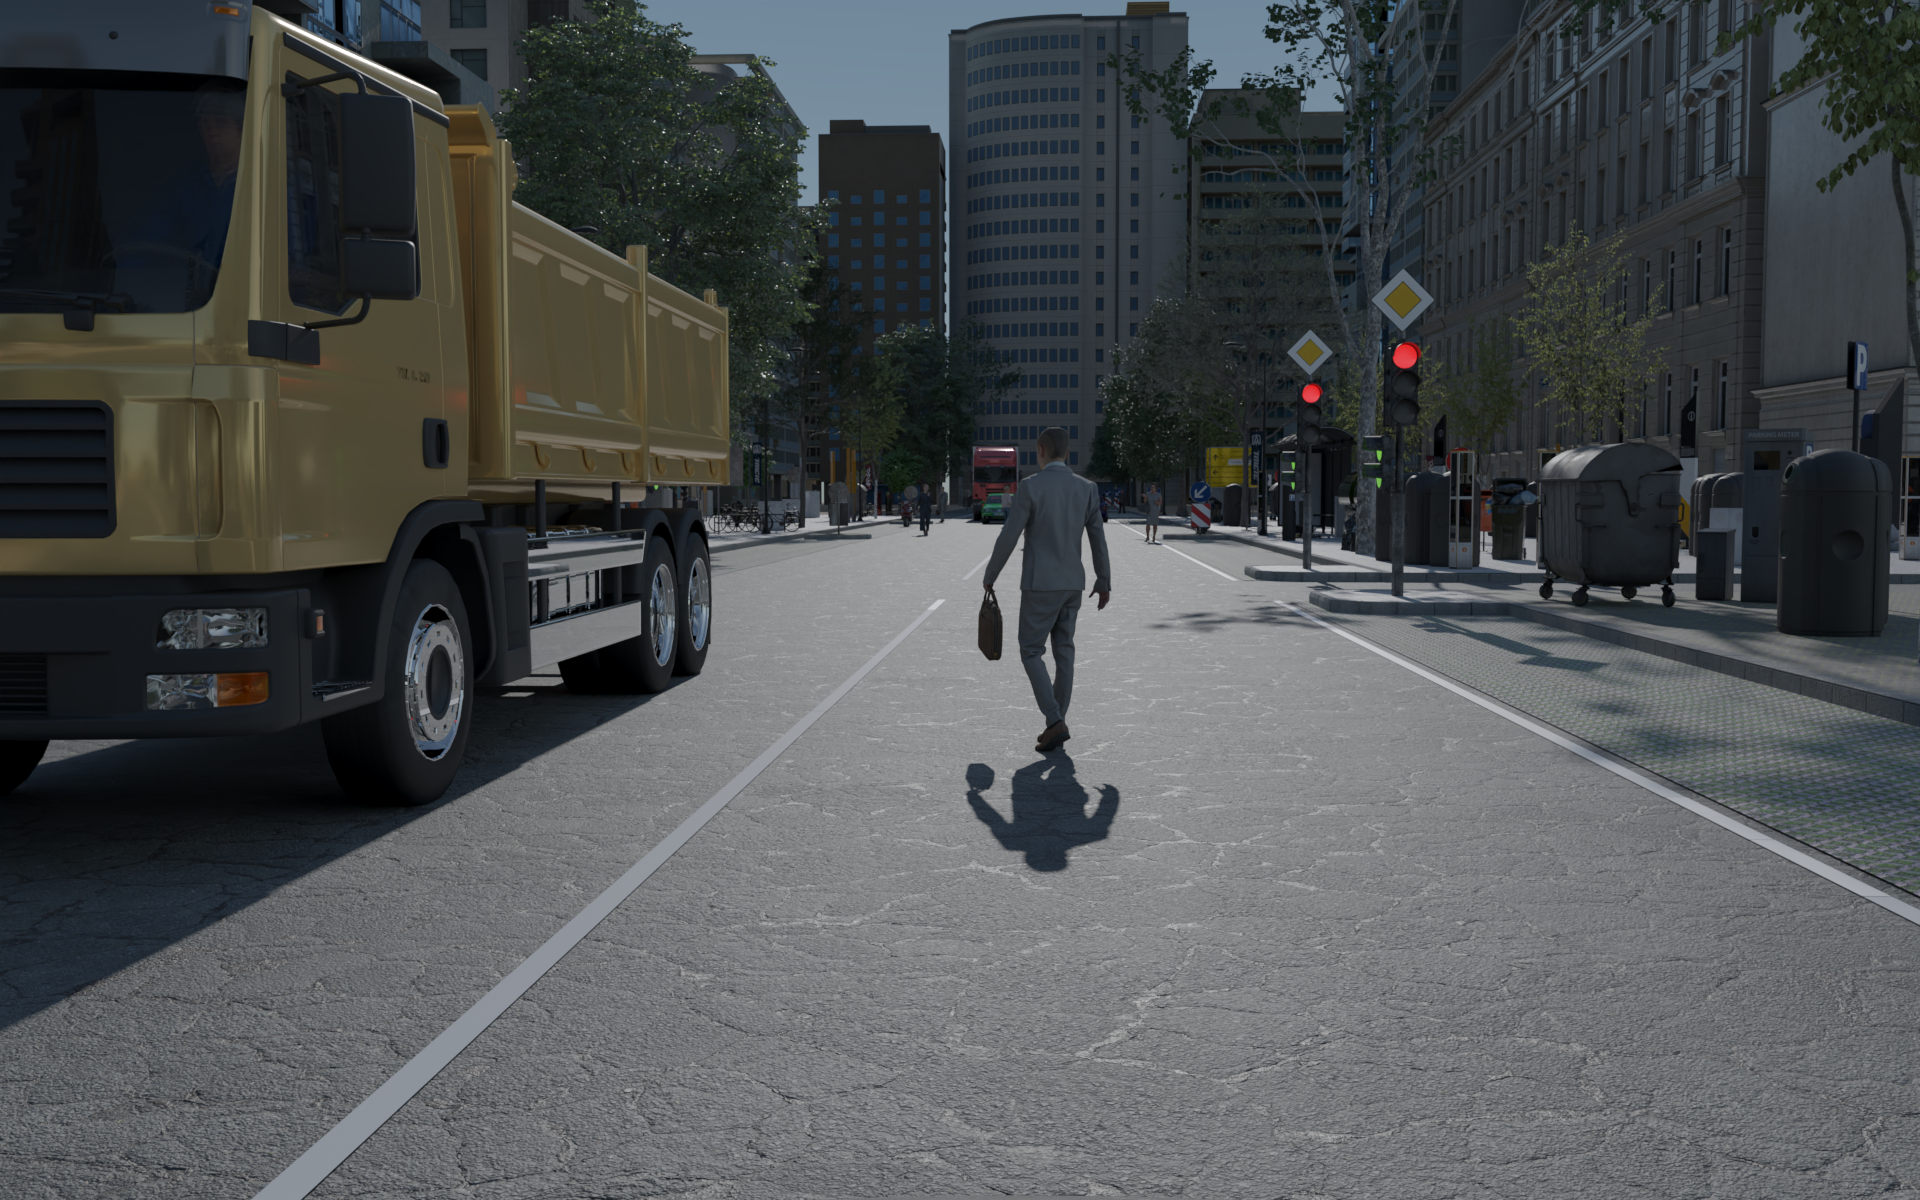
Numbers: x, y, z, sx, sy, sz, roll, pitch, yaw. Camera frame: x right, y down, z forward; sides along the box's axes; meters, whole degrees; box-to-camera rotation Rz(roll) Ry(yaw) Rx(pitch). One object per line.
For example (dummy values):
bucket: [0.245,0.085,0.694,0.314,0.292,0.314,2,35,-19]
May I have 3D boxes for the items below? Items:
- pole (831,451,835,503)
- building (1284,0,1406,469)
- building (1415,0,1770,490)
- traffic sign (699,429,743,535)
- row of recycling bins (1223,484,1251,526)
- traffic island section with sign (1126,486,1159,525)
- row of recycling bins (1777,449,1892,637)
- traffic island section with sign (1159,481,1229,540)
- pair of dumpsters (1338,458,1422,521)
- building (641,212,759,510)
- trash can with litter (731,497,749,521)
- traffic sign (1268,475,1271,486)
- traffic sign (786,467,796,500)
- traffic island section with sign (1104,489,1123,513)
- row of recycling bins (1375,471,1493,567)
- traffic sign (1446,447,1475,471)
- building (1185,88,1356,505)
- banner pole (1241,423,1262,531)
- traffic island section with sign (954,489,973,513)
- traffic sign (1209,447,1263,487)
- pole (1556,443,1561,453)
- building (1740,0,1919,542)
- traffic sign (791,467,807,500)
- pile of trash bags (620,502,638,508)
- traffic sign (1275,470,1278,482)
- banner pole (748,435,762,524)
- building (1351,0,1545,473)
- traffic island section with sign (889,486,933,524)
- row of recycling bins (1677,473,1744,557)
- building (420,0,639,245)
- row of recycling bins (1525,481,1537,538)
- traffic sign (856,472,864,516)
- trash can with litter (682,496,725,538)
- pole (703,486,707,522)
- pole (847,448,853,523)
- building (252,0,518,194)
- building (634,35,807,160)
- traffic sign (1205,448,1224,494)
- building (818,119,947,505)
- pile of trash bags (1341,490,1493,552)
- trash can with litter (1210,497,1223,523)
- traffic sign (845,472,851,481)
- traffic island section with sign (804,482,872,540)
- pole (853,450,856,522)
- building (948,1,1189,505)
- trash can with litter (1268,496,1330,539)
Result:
pole: [-6.051,-5.420,82.460,0.158,3.312,0.155,0,3,0]
building: [41.093,-51.011,146.701,22.319,86.520,31.000,0,4,3]
building: [32.464,-17.938,90.557,12.463,27.353,25.104,0,4,3]
traffic sign: [-7.926,-3.716,54.628,2.265,3.308,0.079,1,4,12]
row of recycling bins: [11.492,-3.968,71.996,1.069,1.692,3.534,1,4,15]
traffic island section with sign: [8.985,-4.468,81.678,1.989,1.847,2.006,0,4,3]
row of recycling bins: [8.621,-0.608,17.052,1.069,1.692,3.534,2,4,26]
traffic island section with sign: [7.415,-2.813,54.612,1.989,1.847,2.006,0,4,3]
pair of dumpsters: [11.607,-2.779,47.930,1.574,2.255,4.437,0,4,3]
building: [-30.422,-16.917,121.626,27.650,21.520,28.899,0,4,3]
trash can with litter: [-9.927,-4.144,79.139,1.055,1.170,0.624,0,4,-5]
traffic sign: [15.800,-5.351,89.615,0.606,2.300,0.079,0,4,6]
traffic sign: [-7.800,-4.965,81.283,0.768,2.556,0.104,1,4,9]
traffic island section with sign: [11.852,-7.514,131.483,1.989,1.847,2.006,0,4,3]
row of recycling bins: [8.565,-1.519,31.950,1.069,1.692,3.534,0,4,-6]
traffic sign: [13.643,-2.885,47.275,0.768,2.556,0.104,1,4,11]
building: [37.927,-35.882,210.373,21.600,48.544,21.300,0,4,3]
banner pole: [10.246,-4.321,60.670,0.401,3.779,0.863,-3,5,-42]
traffic island section with sign: [0.605,-7.552,132.101,1.989,1.847,2.006,0,4,3]
traffic sign: [11.838,-4.924,74.375,2.265,3.308,0.079,0,4,4]
pole: [24.089,-4.647,69.823,0.158,3.312,0.155,0,3,0]
building: [32.875,-11.154,46.995,19.286,19.102,10.561,0,4,3]
traffic sign: [-7.525,-4.953,81.083,0.768,2.556,0.104,0,4,5]
pile of trash bags: [-15.632,-4.197,78.377,3.447,1.369,1.912,2,4,35]
traffic sign: [16.072,-5.277,86.392,0.768,2.556,0.104,0,4,4]
banner pole: [-8.726,-5.101,73.419,0.863,3.779,0.401,2,4,29]
building: [43.393,-26.197,120.204,32.217,40.220,23.993,0,4,3]
traffic island section with sign: [-2.284,-4.494,82.104,1.989,1.847,2.006,0,4,3]
row of recycling bins: [15.235,-1.683,34.628,1.069,1.692,3.534,1,4,15]
building: [-25.333,-19.493,90.413,14.160,30.474,14.107,0,4,3]
row of recycling bins: [17.047,-2.719,51.564,1.069,1.692,3.534,-2,4,-23]
traffic sign: [-5.888,-6.052,99.061,0.768,2.556,0.104,1,4,12]
trash can with litter: [-8.123,-2.414,50.529,2.233,1.210,1.678,2,4,28]
pole: [-11.924,-5.326,80.916,0.158,3.312,0.155,0,3,0]
pole: [-4.932,-5.061,76.597,0.158,3.312,0.155,0,3,0]
building: [-29.206,-45.609,58.378,22.319,86.520,31.000,0,4,3]
building: [-26.694,-28.187,152.737,23.993,40.220,32.217,0,4,3]
traffic sign: [11.855,-5.004,75.686,2.265,3.308,0.079,0,4,6]
building: [-9.088,-34.257,210.217,14.200,45.320,14.600,0,4,3]
pile of trash bags: [10.289,-1.776,38.784,3.447,1.369,1.912,1,4,13]
trash can with litter: [11.665,-4.038,77.413,1.055,1.170,0.624,2,4,23]
traffic sign: [-6.381,-6.189,101.301,0.768,2.556,0.104,1,4,11]
traffic island section with sign: [-3.844,-2.838,55.034,1.989,1.847,2.006,0,4,3]
pole: [-4.888,-5.250,79.678,0.158,3.312,0.155,0,3,0]
building: [12.911,-40.986,212.126,28.212,58.520,21.231,0,4,3]
trash can with litter: [9.857,-2.373,49.859,1.678,1.210,2.233,0,4,-1]
